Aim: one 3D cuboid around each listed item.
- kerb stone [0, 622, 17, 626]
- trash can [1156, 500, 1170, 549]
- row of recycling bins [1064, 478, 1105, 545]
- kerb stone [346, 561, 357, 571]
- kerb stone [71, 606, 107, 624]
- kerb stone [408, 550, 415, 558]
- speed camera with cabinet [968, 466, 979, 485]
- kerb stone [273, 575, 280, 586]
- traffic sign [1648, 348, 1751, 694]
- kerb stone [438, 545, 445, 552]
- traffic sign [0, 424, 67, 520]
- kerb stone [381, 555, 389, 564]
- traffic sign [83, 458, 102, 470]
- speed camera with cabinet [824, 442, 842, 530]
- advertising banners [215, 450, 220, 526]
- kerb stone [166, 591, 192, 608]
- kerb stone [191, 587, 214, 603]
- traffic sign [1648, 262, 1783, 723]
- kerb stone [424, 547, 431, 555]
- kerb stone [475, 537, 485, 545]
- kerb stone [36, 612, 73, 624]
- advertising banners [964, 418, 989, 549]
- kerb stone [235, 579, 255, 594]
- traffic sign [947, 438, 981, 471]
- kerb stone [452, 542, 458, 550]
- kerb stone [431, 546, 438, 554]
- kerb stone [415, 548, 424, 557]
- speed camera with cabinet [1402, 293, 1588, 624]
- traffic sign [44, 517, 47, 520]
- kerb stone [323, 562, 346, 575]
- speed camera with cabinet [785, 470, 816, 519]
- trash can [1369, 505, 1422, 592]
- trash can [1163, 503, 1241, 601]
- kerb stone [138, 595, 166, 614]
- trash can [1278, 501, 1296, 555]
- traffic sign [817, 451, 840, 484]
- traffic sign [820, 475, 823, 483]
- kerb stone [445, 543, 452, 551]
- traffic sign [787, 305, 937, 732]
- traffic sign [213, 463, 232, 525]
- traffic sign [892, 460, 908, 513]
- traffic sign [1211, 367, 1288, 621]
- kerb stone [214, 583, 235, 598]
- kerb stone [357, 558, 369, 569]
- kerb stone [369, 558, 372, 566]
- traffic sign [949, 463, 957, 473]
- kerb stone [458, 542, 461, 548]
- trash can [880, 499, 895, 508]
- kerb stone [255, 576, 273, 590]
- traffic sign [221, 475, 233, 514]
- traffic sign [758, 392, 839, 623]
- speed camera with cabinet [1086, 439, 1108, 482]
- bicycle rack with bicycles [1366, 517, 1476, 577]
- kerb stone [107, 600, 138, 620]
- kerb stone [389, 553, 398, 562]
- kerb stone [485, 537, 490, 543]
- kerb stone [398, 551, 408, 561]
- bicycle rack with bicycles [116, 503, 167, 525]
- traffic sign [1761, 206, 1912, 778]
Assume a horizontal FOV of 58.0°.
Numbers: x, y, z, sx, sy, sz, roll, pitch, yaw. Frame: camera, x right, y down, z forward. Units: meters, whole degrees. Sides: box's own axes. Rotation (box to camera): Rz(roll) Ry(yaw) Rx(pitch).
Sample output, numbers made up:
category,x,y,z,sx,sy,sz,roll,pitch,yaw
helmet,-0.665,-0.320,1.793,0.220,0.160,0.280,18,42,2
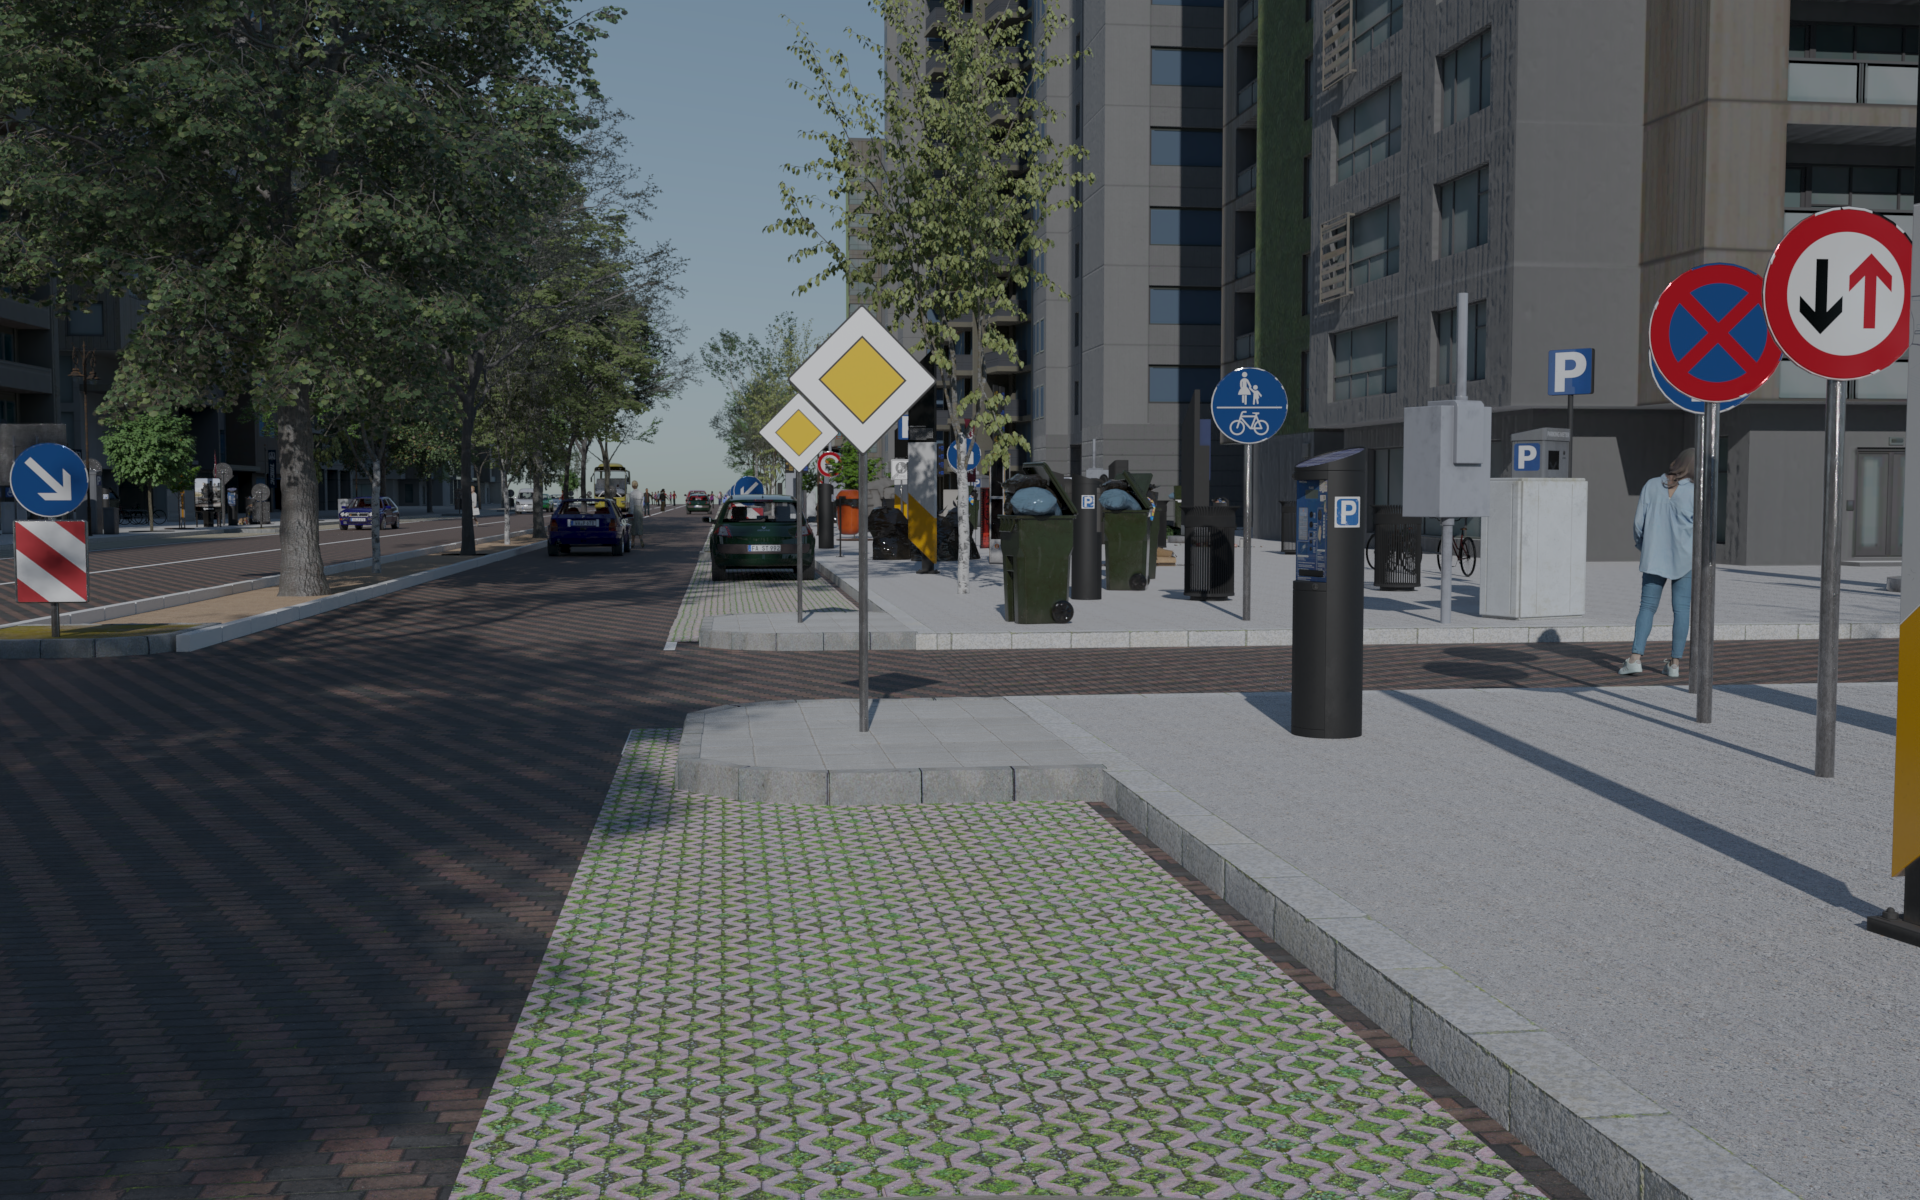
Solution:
category,x,y,z,sx,sy,sz,roll,pitch,yaw
kerb stone,-9.345,0.322,16.974,0.120,0.150,1.000,0,4,-8
trash can,4.412,-1.704,39.514,0.748,1.137,0.748,0,3,0
row of recycling bins,2.558,-2.336,45.313,1.069,1.692,3.534,-3,4,-38
kerb stone,-11.423,-0.612,32.206,0.120,0.150,1.000,0,4,-8
kerb stone,-9.628,0.195,19.001,0.120,0.150,1.000,0,4,-8
kerb stone,-12.251,-0.985,38.303,0.120,0.150,1.000,0,4,-8
speed camera with cabinet,0.468,-4.656,70.466,0.660,3.252,2.038,0,4,2
kerb stone,-10.736,-0.301,27.122,0.120,0.150,1.000,0,4,-8
traffic sign,4.735,-0.671,11.076,0.768,2.556,0.104,0,4,-3
kerb stone,-12.804,-1.233,42.360,0.120,0.150,1.000,0,4,-8
traffic sign,-27.083,-3.448,50.242,2.265,3.308,0.079,0,4,-5
kerb stone,-11.833,-0.798,35.249,0.120,0.150,1.000,0,4,-8
traffic sign,-31.082,-3.783,61.955,0.768,2.556,0.104,0,4,-7
speed camera with cabinet,-4.248,-4.190,62.848,0.660,3.252,2.038,-2,4,-29
advertising banners,-29.623,-4.456,69.049,0.090,3.025,2.074,-1,4,-20
kerb stone,-10.035,0.009,22.054,0.120,0.150,1.000,0,4,-8
kerb stone,-10.176,-0.052,23.072,0.120,0.150,1.000,0,4,-8
traffic sign,4.176,-0.583,9.644,0.768,2.556,0.104,0,4,0
kerb stone,-12.522,-1.109,40.335,0.120,0.150,1.000,0,4,-8
kerb stone,-13.760,-1.669,49.477,0.120,0.150,1.000,0,4,-8
kerb stone,-9.496,0.260,17.988,0.120,0.150,1.000,0,4,-8
advertising banners,0.628,-2.729,40.812,0.090,3.025,2.074,2,4,31
kerb stone,-10.459,-0.174,25.097,0.120,0.150,1.000,0,4,-8
traffic sign,0.090,-2.391,39.206,0.768,2.556,0.104,0,4,-1
kerb stone,-13.074,-1.350,44.395,0.120,0.150,1.000,0,4,-8
kerb stone,-12.658,-1.170,41.348,0.120,0.150,1.000,0,4,-8
kerb stone,-12.381,-1.042,39.317,0.120,0.150,1.000,0,4,-8
speed camera with cabinet,5.466,-1.425,17.635,2.038,3.252,0.660,-2,4,-28
traffic sign,-27.477,-3.174,51.999,0.768,2.556,0.104,0,4,-1
kerb stone,-11.285,-0.548,31.192,0.120,0.150,1.000,0,4,-8
speed camera with cabinet,-8.010,-5.701,87.554,0.660,3.252,2.038,-2,4,-33
trash can,5.801,-0.691,22.951,0.748,1.137,0.748,0,3,0
trash can,3.007,-0.564,20.881,0.748,1.137,0.748,0,3,0
kerb stone,-9.898,0.071,21.037,0.120,0.150,1.000,0,4,-8
trash can,7.103,-1.528,36.643,0.748,1.137,0.748,0,3,0
traffic sign,-3.889,-3.165,51.851,0.768,2.556,0.104,0,4,-4
traffic sign,-7.099,-5.581,91.348,0.768,2.556,0.104,0,4,-1
kerb stone,-12.934,-1.293,43.373,0.120,0.150,1.000,0,4,-8
traffic sign,-0.523,-0.346,9.292,0.795,2.450,0.064,0,4,-8
traffic sign,-30.081,-4.316,70.677,0.768,2.556,0.104,0,4,-5
traffic sign,-1.733,-3.007,51.298,0.606,2.300,0.079,0,3,0
traffic sign,2.906,-1.063,17.489,0.768,2.556,0.104,0,4,2
kerb stone,-10.322,-0.108,24.084,0.120,0.150,1.000,0,4,-8
kerb stone,-11.549,-0.674,33.222,0.120,0.150,1.000,0,4,-8
kerb stone,-11.701,-0.733,34.236,0.120,0.150,1.000,0,4,-8
traffic sign,0.084,-2.769,45.386,0.768,2.556,0.104,0,4,2
kerb stone,-13.206,-1.420,45.408,0.120,0.150,1.000,0,4,-8
trash can,-2.191,-2.666,55.235,0.748,1.137,0.748,0,3,0
kerb stone,-10.591,-0.236,26.110,0.120,0.150,1.000,0,4,-8
traffic sign,-30.540,-4.323,71.864,0.795,2.450,0.064,0,4,-5
traffic sign,-1.598,-0.829,17.204,0.795,2.450,0.064,0,4,-8
speed camera with cabinet,4.459,-4.110,61.542,0.660,3.252,2.038,3,5,44
bicycle rack with bicycles,6.818,-0.890,27.933,2.852,0.926,2.925,0,4,1
kerb stone,-9.765,0.133,20.018,0.120,0.150,1.000,0,4,-8
kerb stone,-11.974,-0.853,36.264,0.120,0.150,1.000,0,4,-8
kerb stone,-13.898,-1.731,50.489,0.120,0.150,1.000,0,4,-8
kerb stone,-12.098,-0.923,37.281,0.120,0.150,1.000,0,4,-8
bicycle rack with bicycles,-34.844,-3.619,72.555,2.925,0.926,2.852,-2,4,-26
traffic sign,3.927,-0.470,7.789,0.768,2.556,0.104,0,4,-5
